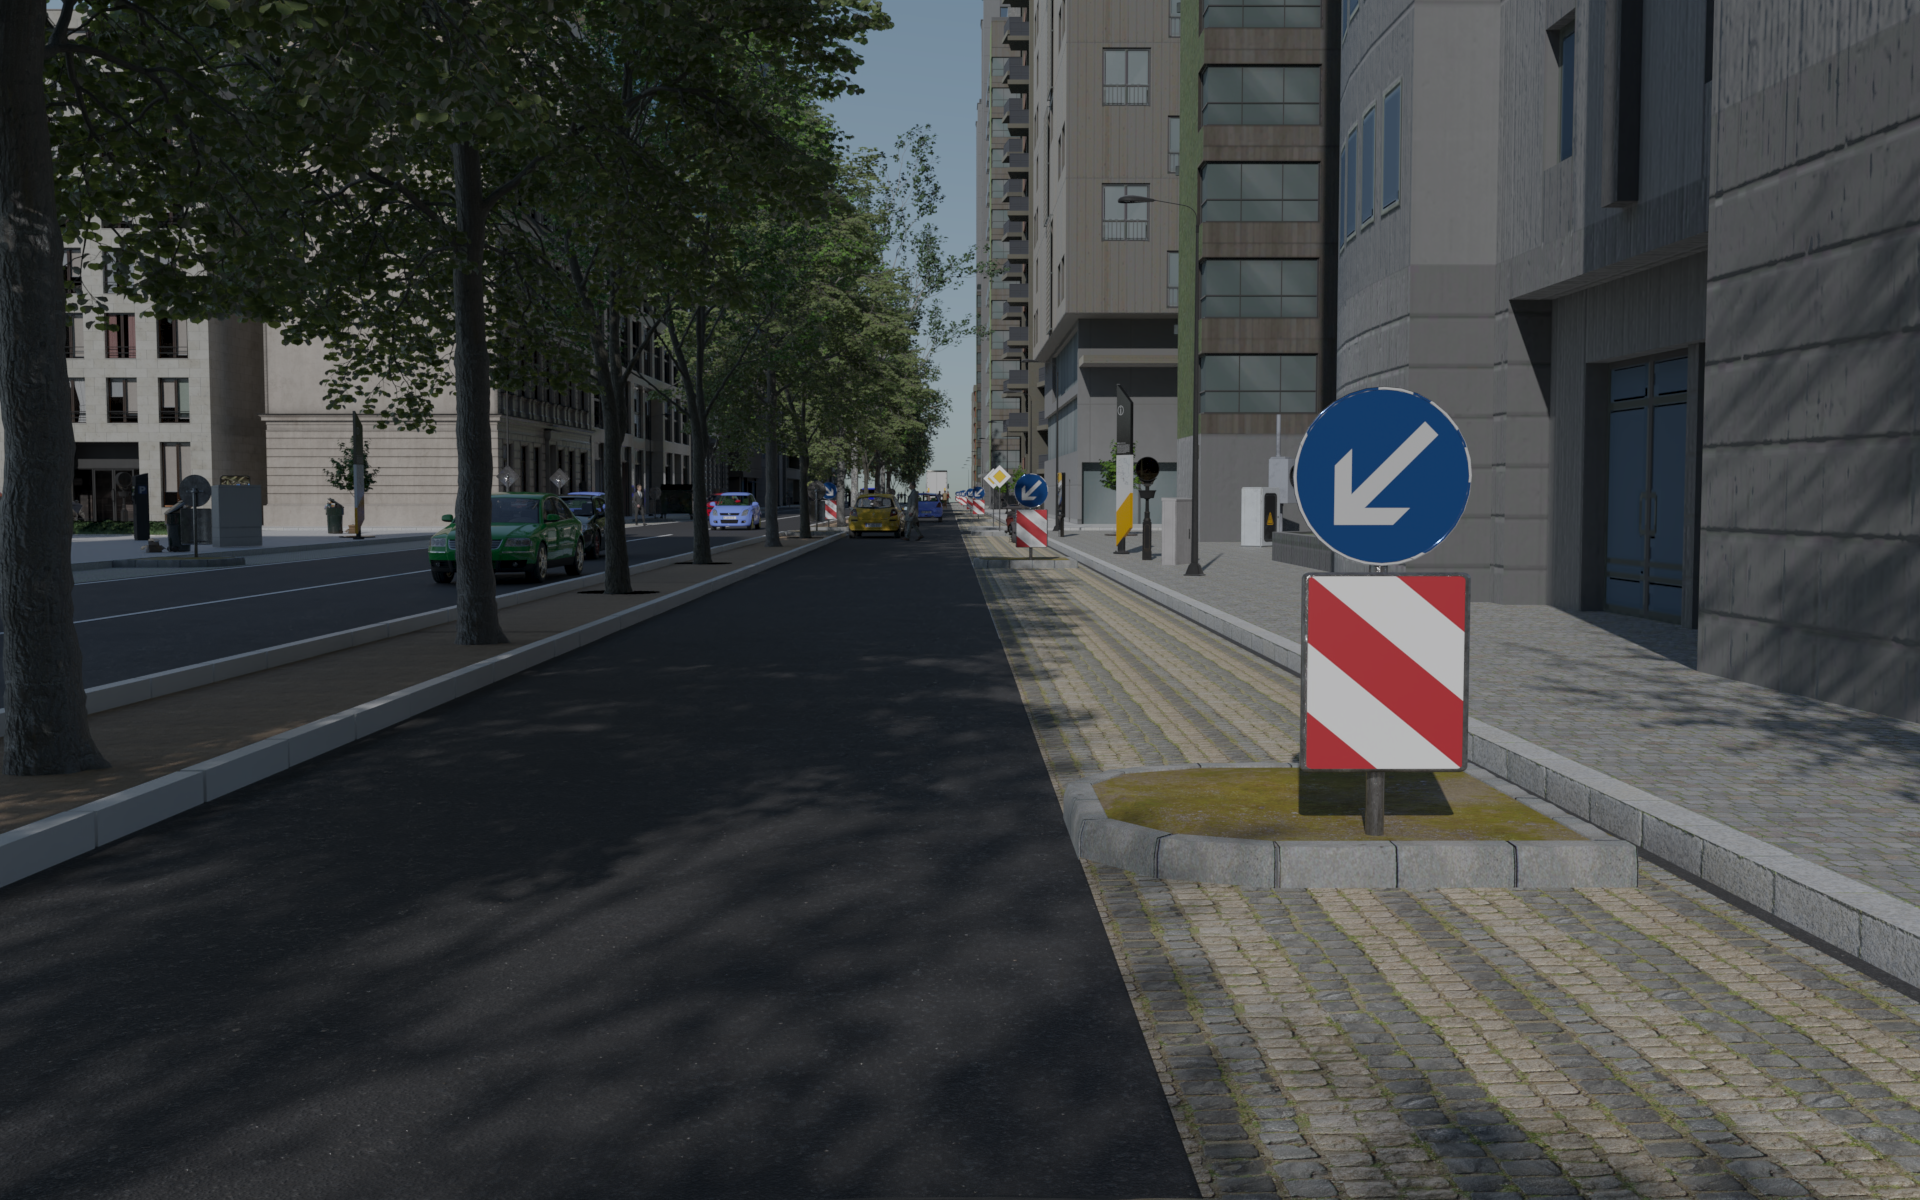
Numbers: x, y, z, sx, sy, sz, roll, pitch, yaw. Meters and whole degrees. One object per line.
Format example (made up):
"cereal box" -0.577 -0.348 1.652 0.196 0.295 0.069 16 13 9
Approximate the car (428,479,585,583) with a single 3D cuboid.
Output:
"car" -7.596 -1.253 29.286 1.959 1.807 4.718 0 4 0

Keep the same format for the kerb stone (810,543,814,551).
"kerb stone" -3.834 -1.293 43.408 0.120 0.150 1.000 0 4 0

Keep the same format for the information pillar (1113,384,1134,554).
"information pillar" 3.494 -2.781 36.827 0.183 3.616 0.504 -2 4 -33

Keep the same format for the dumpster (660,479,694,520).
"dumpster" -15.693 -5.588 96.315 1.985 2.255 1.502 0 3 0

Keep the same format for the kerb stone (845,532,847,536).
"kerb stone" -3.936 -2.163 57.739 0.120 0.150 1.000 0 4 0

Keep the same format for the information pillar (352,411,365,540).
"information pillar" -16.990 -3.521 48.926 0.183 3.616 0.504 0 4 5

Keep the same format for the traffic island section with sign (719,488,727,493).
"traffic island section with sign" -16.035 -6.615 116.780 1.989 1.847 2.006 0 4 0

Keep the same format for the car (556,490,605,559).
"car" -8.843 -1.797 39.175 2.009 1.686 4.222 0 4 -2

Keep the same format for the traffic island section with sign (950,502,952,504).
"traffic island section with sign" 0.251 -9.726 167.643 1.989 1.847 2.006 0 4 0

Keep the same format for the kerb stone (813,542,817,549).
"kerb stone" -3.838 -1.360 44.430 0.120 0.150 1.000 0 4 0

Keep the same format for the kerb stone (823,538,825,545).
"kerb stone" -3.860 -1.548 47.498 0.120 0.150 1.000 0 4 0

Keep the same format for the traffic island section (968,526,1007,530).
"traffic island section" 1.330 -2.786 67.835 2.009 0.180 2.903 0 4 0

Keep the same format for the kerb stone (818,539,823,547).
"kerb stone" -3.846 -1.485 46.476 0.120 0.150 1.000 0 4 0

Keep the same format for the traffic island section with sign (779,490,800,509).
"traffic island section with sign" -16.409 -9.699 167.214 1.989 1.847 2.006 0 4 0

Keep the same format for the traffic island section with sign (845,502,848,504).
"traffic island section with sign" -17.236 -16.410 276.937 1.989 1.847 2.006 0 4 0

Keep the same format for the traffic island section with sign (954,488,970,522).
"traffic island section with sign" 0.837 -4.941 89.406 1.989 1.847 2.006 0 4 0

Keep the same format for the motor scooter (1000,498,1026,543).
"motor scooter" 1.598 -2.329 50.854 0.815 1.314 1.986 0 4 0

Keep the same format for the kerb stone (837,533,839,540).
"kerb stone" -3.911 -1.920 53.637 0.120 0.150 1.000 0 4 0

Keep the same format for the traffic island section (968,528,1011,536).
"traffic island section" 1.390 -2.298 59.850 2.009 0.180 2.903 0 4 0

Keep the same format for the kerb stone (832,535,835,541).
"kerb stone" -3.888 -1.797 51.592 0.120 0.150 1.000 0 4 0

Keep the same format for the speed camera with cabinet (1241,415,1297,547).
"speed camera with cabinet" 7.650 -2.947 42.519 0.660 3.252 2.038 3 4 38

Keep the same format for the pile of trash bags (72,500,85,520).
"pile of trash bags" -31.080 -2.960 58.147 3.447 1.369 1.912 0 4 4

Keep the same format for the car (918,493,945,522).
"car" -1.738 -4.872 89.250 1.945 1.707 3.694 0 4 -1

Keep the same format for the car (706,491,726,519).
"car" -13.034 -5.248 94.837 2.155 1.783 4.494 0 3 0

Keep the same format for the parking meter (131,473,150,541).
"parking meter" -22.642 -2.578 47.855 0.399 1.863 0.255 -3 5 -44

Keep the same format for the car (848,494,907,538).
"car" -2.727 -2.890 57.480 2.015 1.641 3.980 0 4 1

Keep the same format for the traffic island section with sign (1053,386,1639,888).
"traffic island section with sign" 1.455 0.088 7.197 1.989 1.847 2.006 0 4 0

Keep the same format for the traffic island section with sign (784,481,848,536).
"traffic island section with sign" -5.021 -3.175 60.041 2.006 1.907 1.989 0 4 0

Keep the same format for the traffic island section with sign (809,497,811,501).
"traffic island section with sign" -16.623 -11.382 194.726 1.989 1.847 2.006 0 4 0

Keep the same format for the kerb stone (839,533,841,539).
"kerb stone" -3.914 -1.986 54.661 0.120 0.150 1.000 0 4 0

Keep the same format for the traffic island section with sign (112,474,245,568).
"traffic island section with sign" -15.407 -1.578 34.422 1.989 1.847 2.006 0 4 0

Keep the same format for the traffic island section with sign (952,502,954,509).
"traffic island section with sign" 0.629 -6.646 117.287 1.989 1.847 2.006 0 4 0

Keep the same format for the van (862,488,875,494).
"van" -8.352 -9.713 163.192 2.240 2.365 5.245 0 4 0

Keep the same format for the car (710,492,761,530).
"car" -9.010 -3.667 69.553 1.945 1.707 3.694 0 4 0

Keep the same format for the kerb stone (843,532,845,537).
"kerb stone" -3.931 -2.106 56.706 0.120 0.150 1.000 0 4 0

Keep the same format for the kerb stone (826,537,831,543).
"kerb stone" -3.870 -1.669 49.548 0.120 0.150 1.000 0 4 0

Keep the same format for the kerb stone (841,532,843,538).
"kerb stone" -3.923 -2.048 55.684 0.120 0.150 1.000 0 4 0

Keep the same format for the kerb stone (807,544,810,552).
"kerb stone" -3.828 -1.235 42.386 0.120 0.150 1.000 0 4 0

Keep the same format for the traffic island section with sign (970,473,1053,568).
"traffic island section with sign" 1.261 -1.561 34.152 1.989 1.847 2.006 0 4 0

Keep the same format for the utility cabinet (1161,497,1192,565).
"utility cabinet" 4.013 -1.261 31.777 0.306 1.237 1.020 2 4 27

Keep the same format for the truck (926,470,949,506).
"truck" -2.757 -13.450 208.827 2.839 4.237 11.283 0 4 0

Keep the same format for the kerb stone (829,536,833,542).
"kerb stone" -3.887 -1.731 50.570 0.120 0.150 1.000 0 4 0

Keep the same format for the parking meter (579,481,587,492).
"parking meter" -17.402 -4.540 79.938 0.255 1.863 0.399 -2 4 -33

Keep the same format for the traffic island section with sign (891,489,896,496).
"traffic island section with sign" -5.638 -8.223 142.585 2.006 1.907 1.989 0 4 0

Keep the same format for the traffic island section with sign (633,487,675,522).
"traffic island section with sign" -15.835 -4.966 89.826 1.989 1.847 2.006 0 4 0

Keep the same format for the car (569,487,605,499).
"car" -12.459 -2.930 57.496 1.945 1.707 3.694 0 4 1

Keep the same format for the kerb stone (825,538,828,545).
"kerb stone" -3.877 -1.605 48.520 0.120 0.150 1.000 0 4 0

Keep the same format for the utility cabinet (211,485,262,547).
"utility cabinet" -17.474 -2.028 41.834 0.318 1.500 1.173 2 4 31

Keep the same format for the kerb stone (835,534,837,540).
"kerb stone" -3.899 -1.861 52.615 0.120 0.150 1.000 0 4 0

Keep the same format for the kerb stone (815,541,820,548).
"kerb stone" -3.843 -1.420 45.454 0.120 0.150 1.000 0 4 0
